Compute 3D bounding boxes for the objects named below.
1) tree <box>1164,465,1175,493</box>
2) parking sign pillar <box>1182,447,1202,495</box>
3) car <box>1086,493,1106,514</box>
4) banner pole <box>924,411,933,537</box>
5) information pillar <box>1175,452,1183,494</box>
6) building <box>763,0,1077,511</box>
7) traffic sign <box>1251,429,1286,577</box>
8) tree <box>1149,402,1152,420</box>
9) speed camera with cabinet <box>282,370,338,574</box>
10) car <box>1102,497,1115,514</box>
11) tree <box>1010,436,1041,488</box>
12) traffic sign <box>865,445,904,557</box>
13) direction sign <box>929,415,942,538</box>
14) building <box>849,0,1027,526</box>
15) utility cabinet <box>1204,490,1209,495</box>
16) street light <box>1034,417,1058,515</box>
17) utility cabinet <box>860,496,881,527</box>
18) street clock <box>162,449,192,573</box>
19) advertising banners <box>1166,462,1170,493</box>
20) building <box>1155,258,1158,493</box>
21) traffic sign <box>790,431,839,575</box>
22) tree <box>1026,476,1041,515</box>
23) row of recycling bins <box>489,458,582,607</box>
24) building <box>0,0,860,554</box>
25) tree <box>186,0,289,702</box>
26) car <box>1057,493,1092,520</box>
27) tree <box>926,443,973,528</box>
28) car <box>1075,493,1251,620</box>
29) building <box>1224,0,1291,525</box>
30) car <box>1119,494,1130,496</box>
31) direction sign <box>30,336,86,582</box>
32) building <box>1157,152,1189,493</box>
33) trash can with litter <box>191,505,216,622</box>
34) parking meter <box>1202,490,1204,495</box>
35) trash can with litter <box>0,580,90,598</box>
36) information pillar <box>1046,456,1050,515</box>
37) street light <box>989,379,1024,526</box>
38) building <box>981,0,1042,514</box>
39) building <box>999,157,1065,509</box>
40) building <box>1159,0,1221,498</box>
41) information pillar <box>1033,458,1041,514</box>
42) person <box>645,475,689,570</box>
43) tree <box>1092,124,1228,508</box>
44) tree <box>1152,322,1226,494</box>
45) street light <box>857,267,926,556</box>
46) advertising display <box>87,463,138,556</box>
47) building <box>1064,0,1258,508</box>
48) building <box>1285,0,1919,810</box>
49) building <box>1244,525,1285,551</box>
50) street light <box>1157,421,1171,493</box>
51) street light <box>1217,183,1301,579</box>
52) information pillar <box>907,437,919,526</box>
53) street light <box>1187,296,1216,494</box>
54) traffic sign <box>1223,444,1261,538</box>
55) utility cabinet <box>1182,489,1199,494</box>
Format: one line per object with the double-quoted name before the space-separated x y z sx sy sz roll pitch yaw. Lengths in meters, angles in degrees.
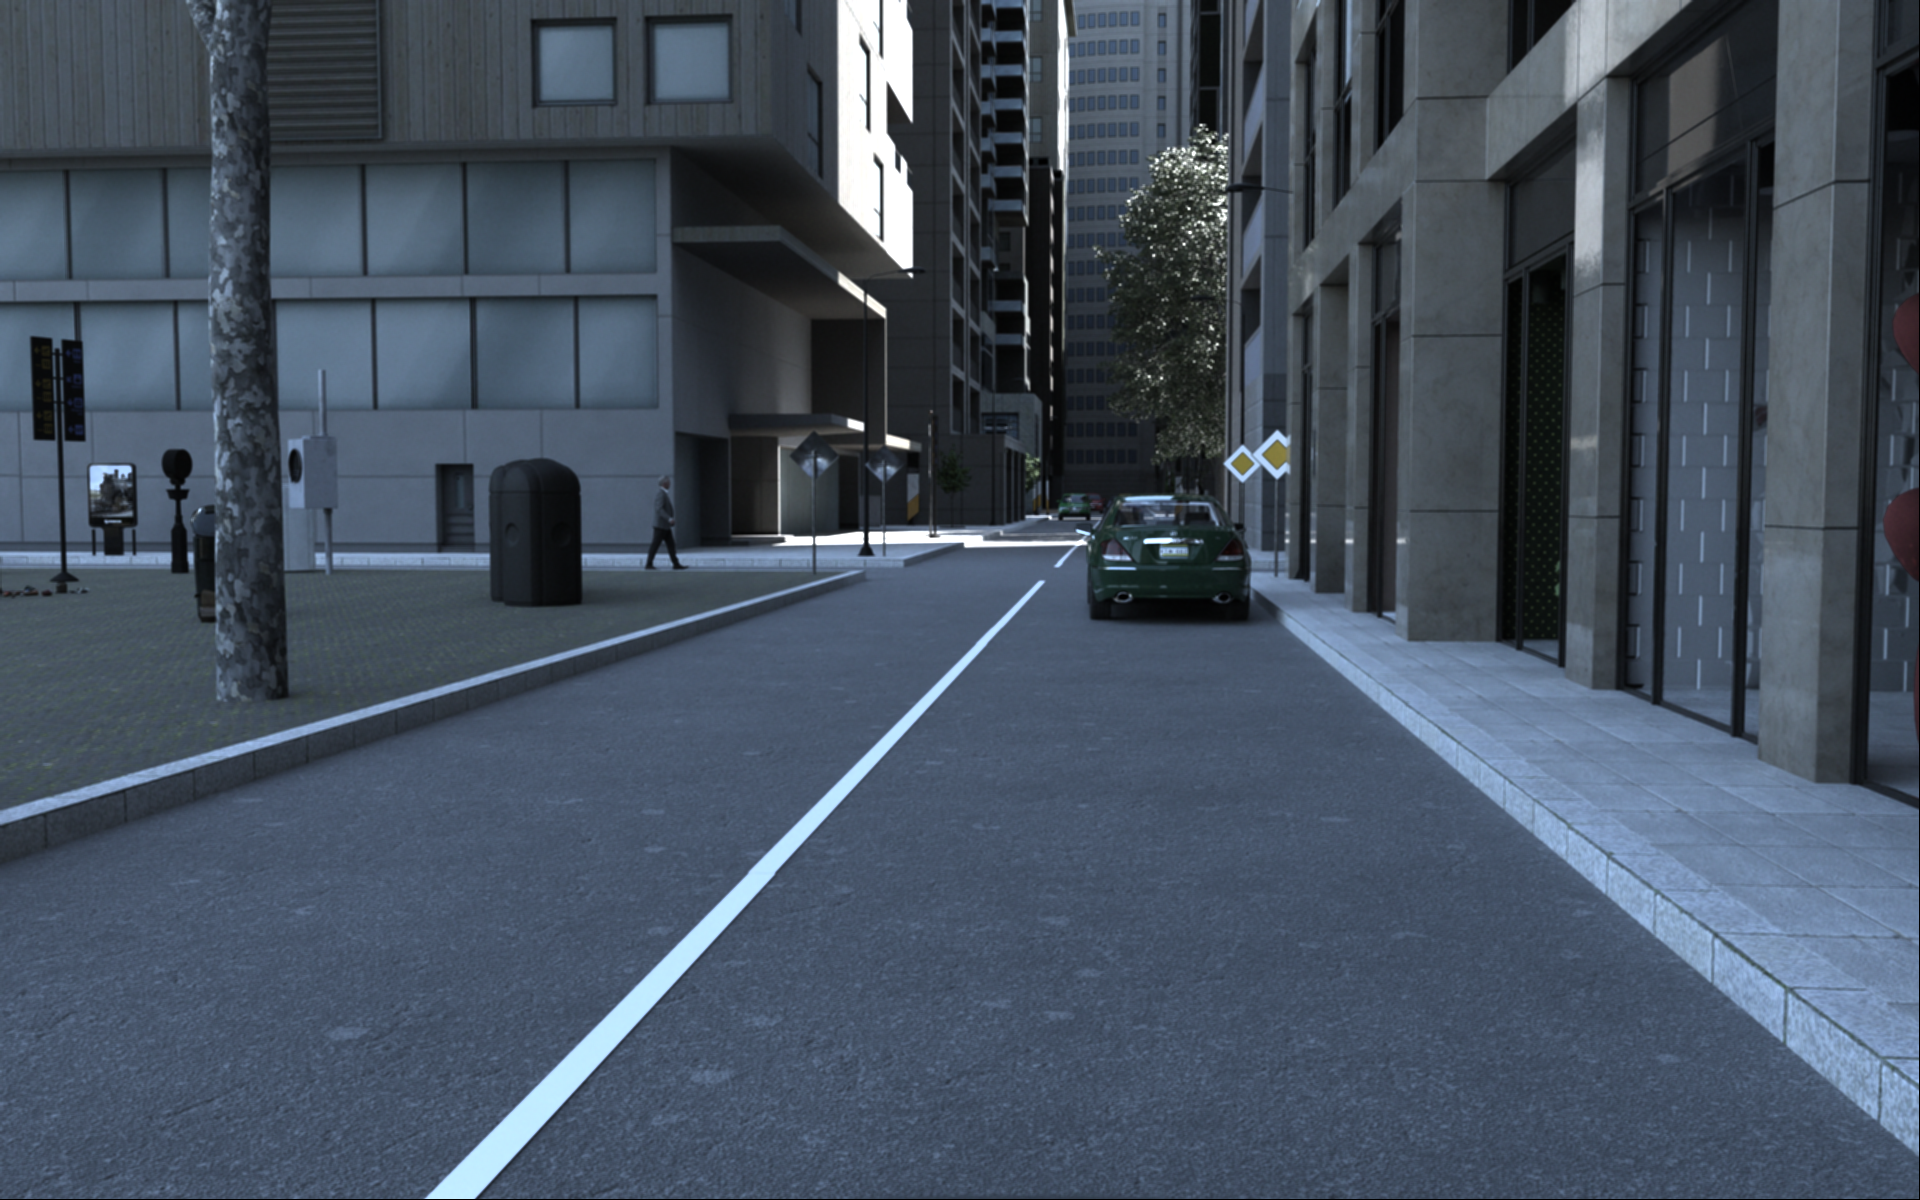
"tree" 13.875 -7.312 114.146 1.663 3.219 1.824 0 3 0
"parking sign pillar" 11.975 -6.181 89.533 1.447 3.967 1.447 -2 4 -26
"car" 9.679 -7.268 127.872 2.155 1.783 4.494 0 4 4
"banner pole" -0.897 -3.787 51.938 0.401 3.779 0.863 0 4 3
"information pillar" 10.411 -5.571 82.444 0.183 3.616 0.504 -2 4 -28
"building" -2.707 -35.641 171.966 27.495 52.752 28.713 0 4 5
"traffic sign" 4.894 -1.415 26.784 0.795 2.450 0.064 0 4 5
"tree" 10.646 -7.899 79.516 4.360 8.622 3.978 0 3 0
"speed camera with cabinet" -10.755 -2.065 28.097 0.660 3.252 2.038 -3 5 -40
"car" 7.157 -3.851 75.545 1.945 1.354 3.894 0 4 6
"tree" 2.806 -7.043 98.867 4.285 4.588 4.351 0 3 0
"traffic sign" -1.552 -1.945 35.443 0.795 2.450 0.064 0 4 5
"direction sign" -0.723 -3.563 50.259 0.379 3.537 0.876 -1 4 -9
"building" -7.361 -39.220 79.505 20.563 71.187 20.611 0 4 5
"utility cabinet" 13.829 -5.609 100.393 1.173 1.500 0.318 2 4 24
"street light" 5.164 -8.038 103.970 1.470 5.913 1.316 0 4 5
"utility cabinet" -3.603 -3.433 67.285 1.020 1.237 0.306 0 4 1
"street clock" -12.659 -1.436 28.052 0.358 2.002 0.471 1 4 10
"advertising banners" 11.587 -6.140 96.583 0.090 3.025 2.074 0 4 2
"building" 25.969 -23.959 163.426 14.160 30.474 14.107 0 4 5
"traffic sign" -2.315 -1.459 27.495 0.795 2.450 0.064 0 4 5
"tree" 3.841 -6.842 106.472 1.663 3.219 1.824 0 3 0
"row of recycling bins" -5.304 -0.869 21.326 1.069 1.692 3.534 -1 4 -18
"building" -15.979 -28.105 48.753 28.713 52.752 27.495 0 4 5
"tree" -3.550 -9.515 11.465 12.611 20.169 13.585 0 3 0
"car" 6.312 -5.299 95.430 1.959 1.807 4.718 0 4 4
"tree" -0.246 -4.343 65.604 1.663 3.219 1.824 0 3 0
"car" 2.473 -0.571 21.142 2.131 1.459 4.920 0 4 4
"building" 24.666 -33.717 93.266 21.231 58.520 28.212 0 4 5
"car" 11.329 -6.541 117.169 2.015 1.641 3.980 0 4 6
"direction sign" -13.162 -2.040 25.344 0.379 3.537 0.876 1 4 21
"building" 24.472 -23.049 148.557 14.160 30.474 14.107 0 4 5
"trash can with litter" -7.530 -0.389 17.742 0.624 1.170 1.055 -2 4 -24
"parking meter" 13.248 -5.312 95.257 0.372 1.533 0.369 0 3 0
"trash can with litter" -11.930 -0.658 21.822 1.678 1.210 2.233 2 4 32
"information pillar" 5.335 -6.983 105.528 0.183 3.616 0.504 0 4 -6
"street light" 1.884 -5.950 69.816 1.470 5.913 1.316 0 4 5
"building" -4.889 -49.679 124.925 22.319 86.520 31.000 0 4 5
"building" 1.691 -23.053 148.621 14.160 30.474 14.107 0 4 5
"building" 25.671 -42.296 129.793 20.563 71.187 20.611 0 4 5
"information pillar" 4.828 -7.181 108.768 0.504 3.616 0.183 0 4 -3
"person" -5.446 -1.425 32.191 0.834 1.777 0.661 -1 4 -15
"tree" 9.140 -9.377 59.964 9.857 13.997 8.962 0 3 0
"tree" 10.694 -7.335 70.285 4.360 8.622 3.978 0 3 0
"street light" -1.404 -3.861 35.662 1.470 5.913 1.316 0 4 5
"advertising display" -17.665 -1.890 36.114 0.974 1.923 0.123 0 4 1
"building" 19.234 -40.400 202.536 28.212 58.520 21.231 0 4 5
"building" 12.960 -12.458 8.205 19.350 26.468 34.151 0 4 5
"building" 21.125 -30.471 40.205 28.212 58.520 21.231 0 4 5
"street light" 9.316 -6.254 74.793 1.470 5.913 1.316 0 4 5
"street light" 4.668 -3.270 26.010 1.470 5.913 1.316 0 4 5
"information pillar" -1.920 -4.837 70.446 0.504 3.616 0.183 0 4 -2
"street light" 6.081 -4.165 40.635 1.470 5.913 1.316 0 4 5
"traffic sign" 5.658 -1.902 34.733 0.795 2.450 0.064 0 4 5
"utility cabinet" 10.982 -4.595 83.801 1.173 1.500 0.318 -1 4 -20
